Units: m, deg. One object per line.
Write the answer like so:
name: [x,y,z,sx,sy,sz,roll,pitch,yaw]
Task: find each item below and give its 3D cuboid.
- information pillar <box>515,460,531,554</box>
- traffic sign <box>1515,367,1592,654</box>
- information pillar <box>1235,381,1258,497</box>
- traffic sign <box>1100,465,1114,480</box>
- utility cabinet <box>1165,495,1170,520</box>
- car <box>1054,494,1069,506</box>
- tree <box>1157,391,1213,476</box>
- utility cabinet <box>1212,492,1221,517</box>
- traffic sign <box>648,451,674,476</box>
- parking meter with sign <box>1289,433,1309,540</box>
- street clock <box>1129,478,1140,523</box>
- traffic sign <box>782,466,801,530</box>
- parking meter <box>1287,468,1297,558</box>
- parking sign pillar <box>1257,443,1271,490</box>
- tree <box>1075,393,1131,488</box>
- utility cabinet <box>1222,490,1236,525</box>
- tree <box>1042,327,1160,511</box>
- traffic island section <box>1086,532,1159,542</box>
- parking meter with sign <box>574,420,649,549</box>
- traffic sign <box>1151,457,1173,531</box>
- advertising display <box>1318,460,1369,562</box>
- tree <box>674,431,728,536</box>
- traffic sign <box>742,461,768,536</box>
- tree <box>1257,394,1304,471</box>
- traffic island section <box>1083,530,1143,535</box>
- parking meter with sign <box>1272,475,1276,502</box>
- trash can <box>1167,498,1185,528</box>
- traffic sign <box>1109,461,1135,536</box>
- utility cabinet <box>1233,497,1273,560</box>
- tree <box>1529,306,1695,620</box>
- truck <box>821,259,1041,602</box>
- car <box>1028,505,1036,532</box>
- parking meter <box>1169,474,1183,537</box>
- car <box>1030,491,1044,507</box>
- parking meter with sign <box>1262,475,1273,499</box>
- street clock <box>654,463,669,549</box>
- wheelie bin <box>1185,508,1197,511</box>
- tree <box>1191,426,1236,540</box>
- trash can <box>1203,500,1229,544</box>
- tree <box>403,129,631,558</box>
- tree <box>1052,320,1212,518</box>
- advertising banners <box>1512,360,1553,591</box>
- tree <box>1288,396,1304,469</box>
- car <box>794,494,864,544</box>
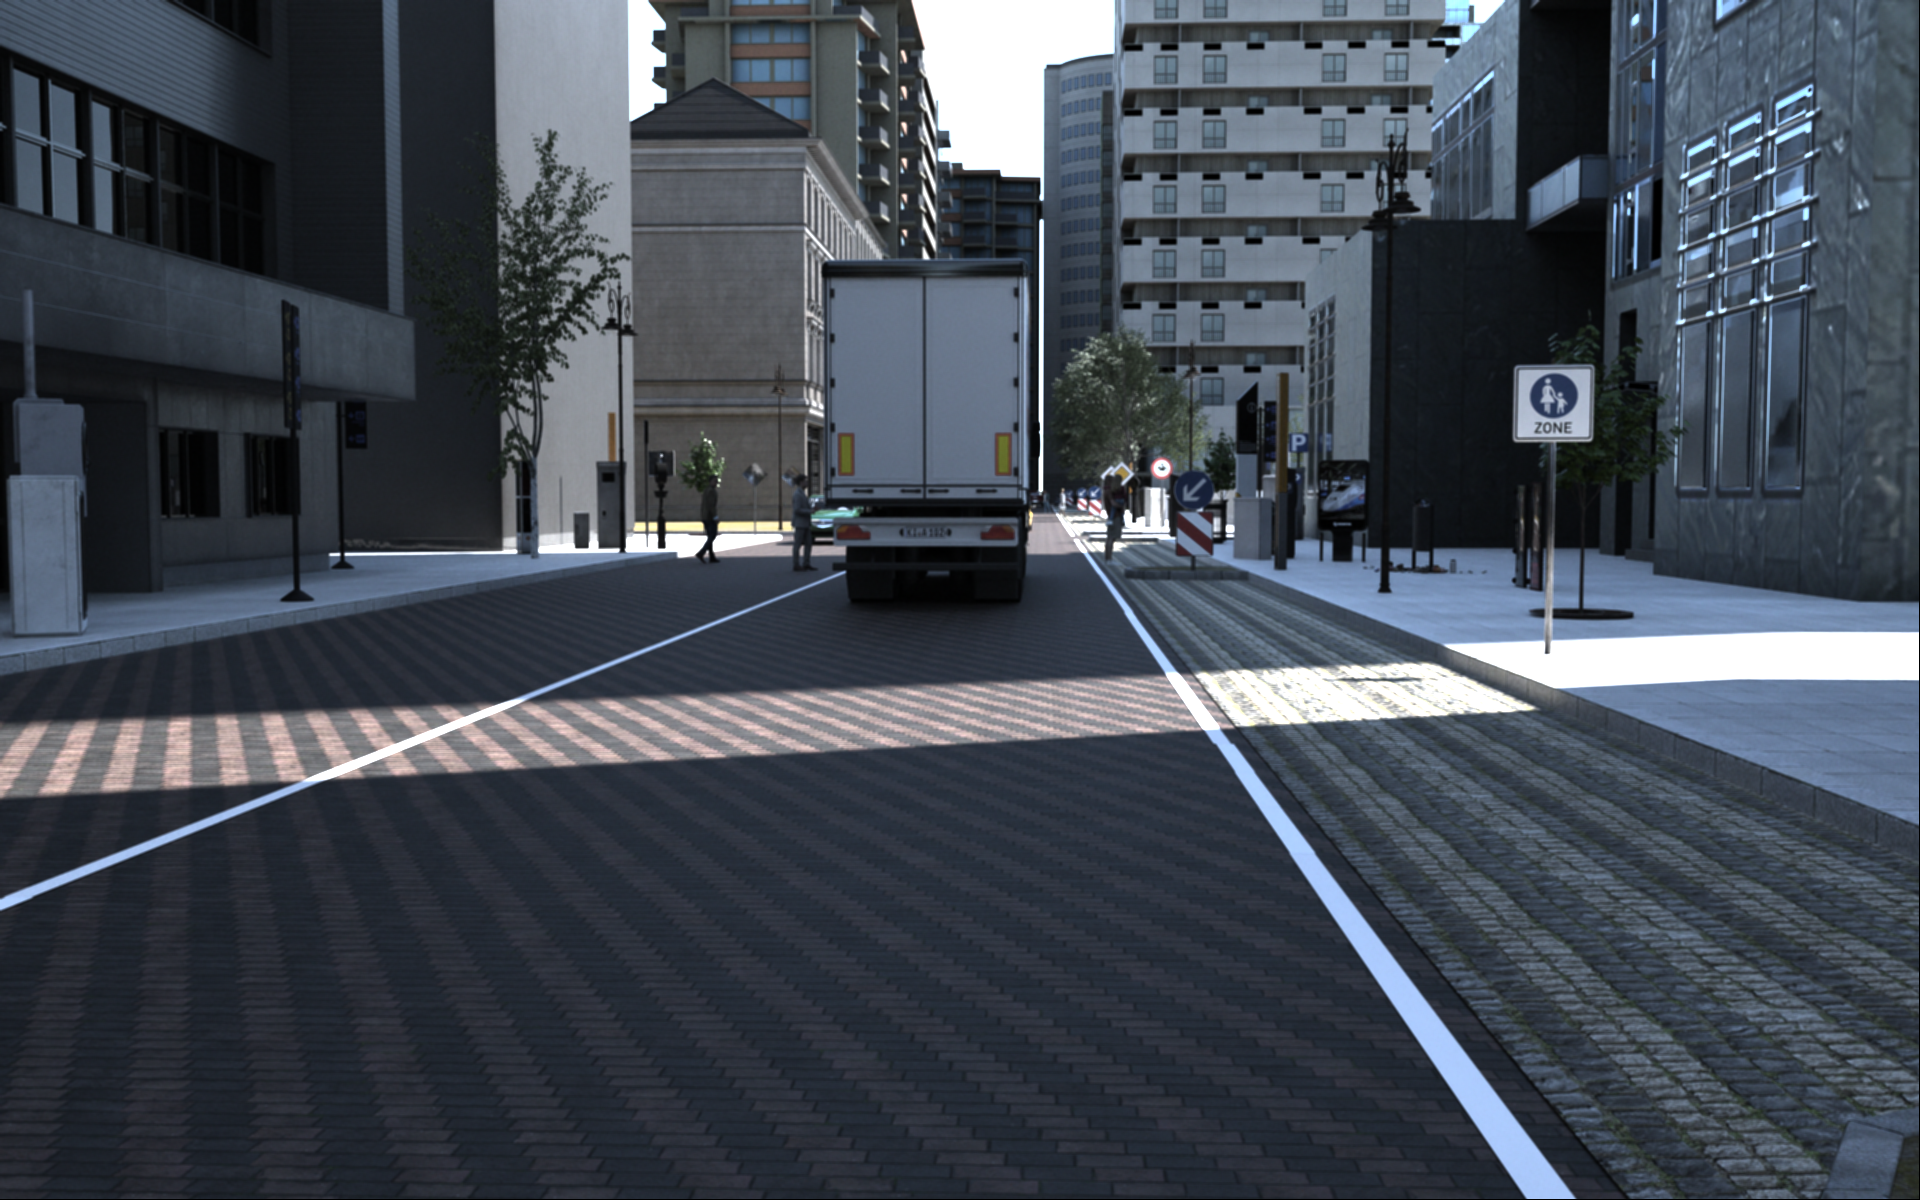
information pillar: [-9.313,-1.994,37.092,0.304,2.012,0.304,-2,4,-35]
traffic sign: [4.704,-0.713,13.794,0.606,2.300,0.079,1,4,11]
information pillar: [5.944,-2.723,35.872,0.504,3.616,0.183,-2,4,-25]
traffic sign: [5.282,-3.476,60.470,0.795,2.450,0.064,0,4,3]
utility cabinet: [10.021,-4.513,84.947,1.020,1.237,0.306,-1,4,-21]
car: [11.921,-11.679,202.950,2.014,1.417,4.499,0,4,3]
tree: [15.000,-10.183,116.855,4.737,8.622,4.395,0,3,0]
utility cabinet: [14.058,-5.240,94.349,1.173,1.500,0.318,1,4,18]
traffic sign: [-7.014,-2.359,40.696,0.606,2.300,0.079,0,4,4]
parking meter with sign: [9.468,-3.216,48.846,0.543,3.016,1.738,1,4,16]
street clock: [7.627,-4.353,75.745,0.471,2.002,0.358,2,4,34]
traffic sign: [-5.899,-3.510,61.024,0.795,2.450,0.064,0,4,3]
parking meter: [6.524,-1.769,34.642,0.399,1.863,0.255,0,4,-2]
parking sign pillar: [15.778,-6.268,90.950,1.447,3.967,1.447,-1,4,-22]
tree: [10.420,-10.472,121.575,4.360,8.622,3.978,0,3,0]
utility cabinet: [11.209,-3.766,70.246,0.318,1.500,1.173,-2,4,-24]
tree: [10.769,-13.856,133.203,9.857,13.997,8.962,0,3,0]
traffic island section: [4.923,-1.853,52.570,2.009,0.180,2.903,0,4,3]
parking meter with sign: [-8.227,-2.726,40.837,1.738,3.016,0.543,-1,4,-11]
traffic sign: [6.966,-3.649,59.769,0.768,2.556,0.104,0,4,5]
advertising display: [7.277,-1.693,32.896,0.974,1.923,0.123,2,4,34]
tree: [-7.976,-3.576,53.062,1.663,3.219,1.824,0,3,0]
traffic sign: [-6.281,-3.022,53.048,0.795,2.450,0.064,0,4,3]
tree: [22.678,-10.874,128.151,4.360,8.622,3.978,0,3,0]
traffic island section: [5.305,-2.340,60.546,2.009,0.180,2.903,0,4,3]
parking meter with sign: [12.462,-4.147,64.060,1.738,3.016,0.543,-3,4,-36]
trash can: [7.798,-3.099,62.320,0.748,1.137,0.748,0,3,0]
traffic sign: [4.899,-2.988,52.494,0.795,2.450,0.064,0,4,3]
utility cabinet: [5.775,-1.406,34.156,0.306,1.237,1.020,-1,4,-21]
tree: [6.424,-1.430,17.980,1.663,3.219,1.824,0,3,0]
truck: [-0.178,-2.287,26.314,2.839,4.237,11.283,0,4,3]
car: [1.889,-3.460,66.791,2.015,1.641,3.980,0,4,4]
parking meter: [6.419,-2.785,51.254,0.399,1.863,0.255,-1,4,-12]
car: [8.636,-11.564,197.746,2.281,1.827,5.304,0,4,3]
parking meter with sign: [12.552,-4.492,69.701,1.738,3.016,0.543,1,4,20]
street clock: [-6.948,-2.184,40.283,0.358,2.002,0.471,-1,4,-18]
wheelie bin: [17.874,-7.752,134.659,0.693,1.594,0.980,-2,4,-29]
tree: [7.308,-3.332,49.078,1.663,3.219,1.824,0,3,0]
trash can: [6.613,-2.038,44.973,0.748,1.137,0.748,0,3,0]
tree: [-8.729,-5.134,34.307,4.737,8.622,4.395,0,3,0]
tree: [9.404,-9.663,92.403,8.767,10.594,7.601,-1,4,-21]
advertising banners: [7.676,-1.640,23.001,0.090,3.025,2.074,0,4,3]
tree: [24.655,-10.552,122.888,4.737,8.622,4.395,0,3,0]
car: [-3.763,-2.383,50.756,2.131,1.459,4.920,0,4,2]
